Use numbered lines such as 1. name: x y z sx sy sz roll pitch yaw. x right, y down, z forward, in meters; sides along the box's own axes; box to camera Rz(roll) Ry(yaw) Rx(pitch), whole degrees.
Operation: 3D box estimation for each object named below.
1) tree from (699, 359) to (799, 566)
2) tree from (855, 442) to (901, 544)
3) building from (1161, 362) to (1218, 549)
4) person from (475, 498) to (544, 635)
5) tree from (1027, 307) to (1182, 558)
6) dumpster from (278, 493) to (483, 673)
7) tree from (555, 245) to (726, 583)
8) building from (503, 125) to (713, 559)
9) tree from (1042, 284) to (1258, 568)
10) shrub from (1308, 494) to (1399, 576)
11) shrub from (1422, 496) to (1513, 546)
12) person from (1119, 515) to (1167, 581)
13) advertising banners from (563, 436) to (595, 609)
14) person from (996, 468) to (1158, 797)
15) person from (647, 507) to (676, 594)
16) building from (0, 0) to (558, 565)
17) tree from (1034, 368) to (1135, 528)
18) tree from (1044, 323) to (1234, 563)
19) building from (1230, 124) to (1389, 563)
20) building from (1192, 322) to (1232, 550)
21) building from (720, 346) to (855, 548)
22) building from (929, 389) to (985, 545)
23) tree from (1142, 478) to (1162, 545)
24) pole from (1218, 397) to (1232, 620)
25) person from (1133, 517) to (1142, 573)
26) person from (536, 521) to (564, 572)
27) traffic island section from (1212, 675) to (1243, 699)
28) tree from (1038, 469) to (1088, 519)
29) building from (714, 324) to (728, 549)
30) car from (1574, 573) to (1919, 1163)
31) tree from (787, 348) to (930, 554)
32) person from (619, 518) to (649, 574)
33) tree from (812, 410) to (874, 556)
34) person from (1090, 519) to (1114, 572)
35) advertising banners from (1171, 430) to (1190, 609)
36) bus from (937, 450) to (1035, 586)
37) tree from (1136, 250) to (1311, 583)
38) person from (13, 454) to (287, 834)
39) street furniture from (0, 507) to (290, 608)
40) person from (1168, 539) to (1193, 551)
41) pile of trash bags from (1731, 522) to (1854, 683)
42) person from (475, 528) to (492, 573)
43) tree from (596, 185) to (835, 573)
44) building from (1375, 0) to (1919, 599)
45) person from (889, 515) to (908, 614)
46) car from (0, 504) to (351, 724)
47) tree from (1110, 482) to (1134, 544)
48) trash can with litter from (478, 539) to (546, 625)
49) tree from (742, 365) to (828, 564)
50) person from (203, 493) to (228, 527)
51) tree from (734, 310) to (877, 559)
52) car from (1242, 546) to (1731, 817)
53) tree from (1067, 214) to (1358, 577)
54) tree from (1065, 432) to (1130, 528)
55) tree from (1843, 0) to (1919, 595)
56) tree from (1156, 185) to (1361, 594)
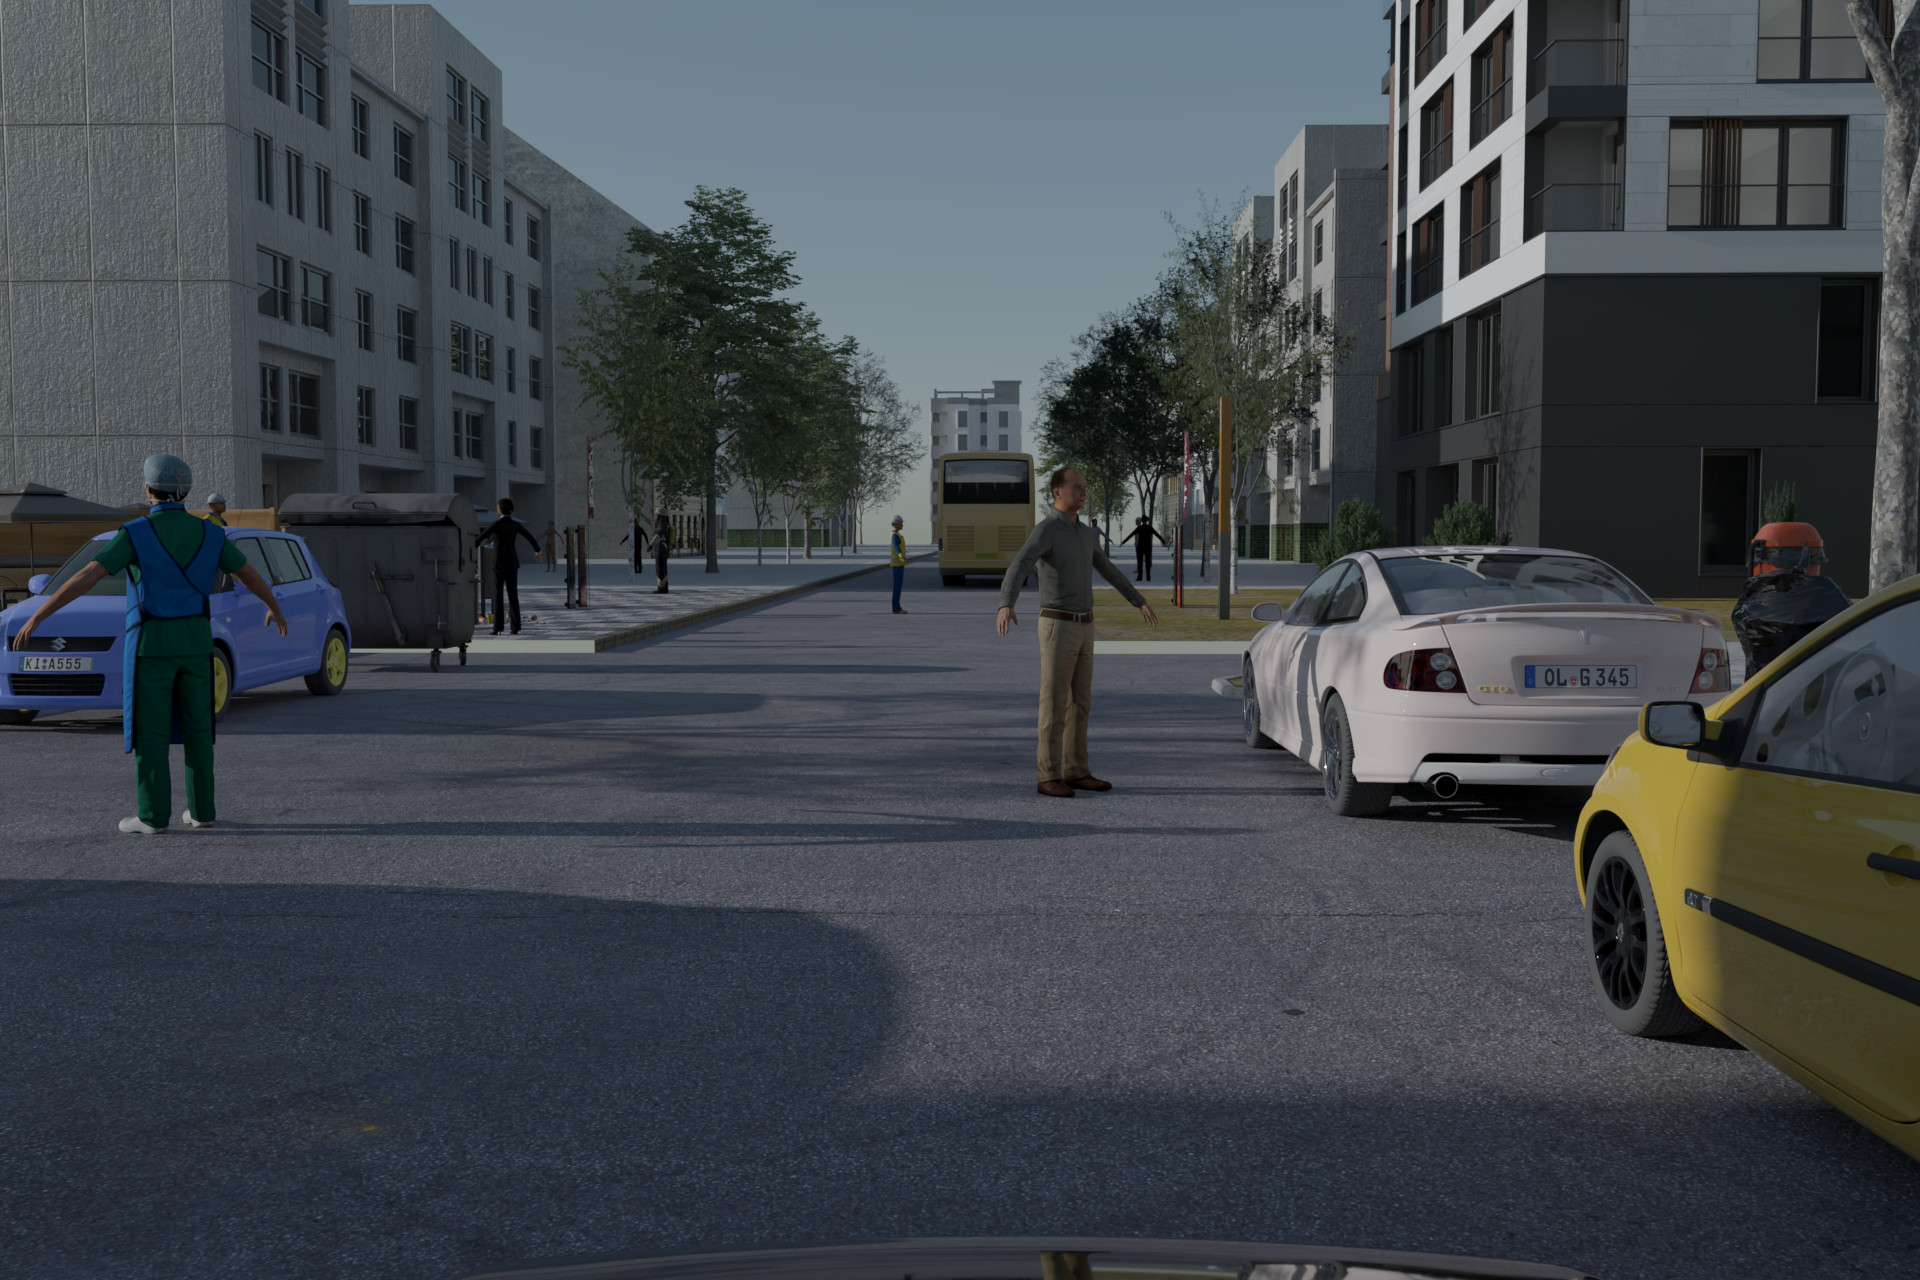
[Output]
1. tree: -7.821 -7.259 69.052 4.360 8.622 3.978 0 3 0
2. tree: -12.396 -18.599 214.458 12.009 13.543 11.850 0 3 0
3. building: 28.791 -20.130 160.054 19.493 23.208 18.063 0 4 2
4. person: -5.832 -0.938 22.054 1.216 1.740 0.721 -3 5 -44
5. tree: 8.045 -11.188 93.290 12.009 13.543 11.850 0 3 0
6. dumpster: -6.129 -0.620 18.345 1.865 1.857 1.264 0 4 1
7. tree: -8.399 -5.807 45.315 4.737 8.622 4.395 0 3 0
8. building: -24.632 -16.285 97.184 19.493 23.208 18.063 0 4 2
9. tree: 7.145 -8.030 65.698 8.767 10.594 7.601 1 4 10
10. shrub: 7.330 -1.696 32.148 1.690 2.028 1.600 0 3 0
11. shrub: 9.791 -1.776 33.463 1.690 2.028 1.600 0 3 0
12. person: 5.017 -2.510 47.227 1.347 1.806 0.705 -1 4 -10
13. advertising banners: -6.653 -2.093 30.413 0.090 3.025 2.074 0 4 2
14. person: 0.612 -0.052 9.573 0.705 1.796 1.348 3 5 42
15. person: -6.416 -1.915 37.086 0.705 1.856 1.354 0 4 5
16. building: -26.017 -11.739 58.385 16.747 18.905 31.486 0 4 1
17. tree: 8.807 -12.275 118.820 7.486 12.596 7.792 0 3 0
18. tree: 8.121 -8.638 75.646 8.767 10.594 7.601 0 4 -7
19. building: 23.472 -13.267 83.377 16.747 18.905 31.486 0 4 2
20. building: 25.149 -17.860 148.432 16.016 20.090 11.380 0 4 1
21. building: -20.862 -19.143 179.439 16.747 18.905 31.486 0 4 2
22. building: -3.379 -21.907 217.054 11.380 20.090 16.016 0 4 -3
23. tree: 24.803 -15.976 211.568 4.360 8.622 3.978 0 3 0
24. pole: 3.961 -1.961 25.904 0.158 3.312 0.155 0 3 0
25. person: 5.870 -3.136 57.129 0.705 1.847 1.347 0 4 5
26. person: -13.839 -3.154 58.364 1.217 1.733 0.721 1 4 23
27. traffic island section: 3.321 0.439 15.694 1.991 0.108 1.994 0 4 2
28. tree: 13.276 -17.241 216.307 7.601 10.594 8.767 0 4 3
29. building: -25.665 -17.312 139.468 16.016 20.090 11.380 0 4 1
30. car: 2.708 0.394 3.782 2.015 1.641 3.980 0 4 1
31. tree: -6.891 -12.436 113.703 12.009 13.543 11.850 0 3 0
32. person: -10.537 -3.065 56.332 0.704 1.802 1.346 2 4 32
33. tree: -6.721 -9.074 98.714 4.360 8.622 3.978 0 3 0
34. person: 4.604 -3.228 58.965 1.347 1.806 0.705 -1 4 -22
35. advertising banners: 3.845 -2.081 30.215 0.090 3.025 2.074 0 4 1
36. bus: 0.697 -3.615 50.646 2.896 3.916 12.252 0 4 0
37. tree: 6.744 -5.811 45.369 4.737 8.622 4.395 0 3 0
38. person: -3.841 0.012 8.388 0.704 1.817 1.347 3 4 38
39. street furniture: -13.951 -1.498 31.340 11.010 1.723 9.812 2 4 30
40. person: 6.656 -2.645 52.505 0.599 1.433 0.991 -3 5 -41
41. pile of trash bags: 6.220 -0.125 11.799 1.912 1.369 3.447 0 4 1
42. person: -15.716 -3.080 56.300 1.347 1.837 0.705 1 4 21
43. tree: -7.969 -8.465 56.529 7.486 12.596 7.792 0 3 0
44. building: 25.955 -12.578 49.618 27.936 21.610 32.646 0 4 2
45. person: -1.037 -1.358 31.120 0.721 1.772 1.216 0 4 -2
46. car: -6.409 -0.279 14.146 1.945 1.707 3.694 0 4 1
47. tree: 19.997 -16.322 217.221 4.737 8.622 4.395 0 3 0
48. trash can with litter: -6.728 -0.883 25.496 1.678 1.210 2.233 0 4 1
49. tree: -7.425 -7.590 74.457 4.737 8.622 4.395 0 3 0
50. person: -10.014 -1.069 23.444 0.705 1.833 1.349 0 4 1
51. tree: -7.979 -10.418 88.461 7.486 12.596 7.792 0 3 0
52. car: 2.835 0.135 10.156 2.083 1.381 4.827 0 4 1
53. tree: 7.322 -7.166 51.584 8.767 10.594 7.601 0 4 6
54. tree: 8.529 -9.685 108.715 4.737 8.622 4.395 0 3 0
55. tree: 7.676 -9.842 16.808 12.611 20.169 13.585 0 3 0
56. tree: 5.824 -5.315 37.257 4.360 8.622 3.978 0 3 0
